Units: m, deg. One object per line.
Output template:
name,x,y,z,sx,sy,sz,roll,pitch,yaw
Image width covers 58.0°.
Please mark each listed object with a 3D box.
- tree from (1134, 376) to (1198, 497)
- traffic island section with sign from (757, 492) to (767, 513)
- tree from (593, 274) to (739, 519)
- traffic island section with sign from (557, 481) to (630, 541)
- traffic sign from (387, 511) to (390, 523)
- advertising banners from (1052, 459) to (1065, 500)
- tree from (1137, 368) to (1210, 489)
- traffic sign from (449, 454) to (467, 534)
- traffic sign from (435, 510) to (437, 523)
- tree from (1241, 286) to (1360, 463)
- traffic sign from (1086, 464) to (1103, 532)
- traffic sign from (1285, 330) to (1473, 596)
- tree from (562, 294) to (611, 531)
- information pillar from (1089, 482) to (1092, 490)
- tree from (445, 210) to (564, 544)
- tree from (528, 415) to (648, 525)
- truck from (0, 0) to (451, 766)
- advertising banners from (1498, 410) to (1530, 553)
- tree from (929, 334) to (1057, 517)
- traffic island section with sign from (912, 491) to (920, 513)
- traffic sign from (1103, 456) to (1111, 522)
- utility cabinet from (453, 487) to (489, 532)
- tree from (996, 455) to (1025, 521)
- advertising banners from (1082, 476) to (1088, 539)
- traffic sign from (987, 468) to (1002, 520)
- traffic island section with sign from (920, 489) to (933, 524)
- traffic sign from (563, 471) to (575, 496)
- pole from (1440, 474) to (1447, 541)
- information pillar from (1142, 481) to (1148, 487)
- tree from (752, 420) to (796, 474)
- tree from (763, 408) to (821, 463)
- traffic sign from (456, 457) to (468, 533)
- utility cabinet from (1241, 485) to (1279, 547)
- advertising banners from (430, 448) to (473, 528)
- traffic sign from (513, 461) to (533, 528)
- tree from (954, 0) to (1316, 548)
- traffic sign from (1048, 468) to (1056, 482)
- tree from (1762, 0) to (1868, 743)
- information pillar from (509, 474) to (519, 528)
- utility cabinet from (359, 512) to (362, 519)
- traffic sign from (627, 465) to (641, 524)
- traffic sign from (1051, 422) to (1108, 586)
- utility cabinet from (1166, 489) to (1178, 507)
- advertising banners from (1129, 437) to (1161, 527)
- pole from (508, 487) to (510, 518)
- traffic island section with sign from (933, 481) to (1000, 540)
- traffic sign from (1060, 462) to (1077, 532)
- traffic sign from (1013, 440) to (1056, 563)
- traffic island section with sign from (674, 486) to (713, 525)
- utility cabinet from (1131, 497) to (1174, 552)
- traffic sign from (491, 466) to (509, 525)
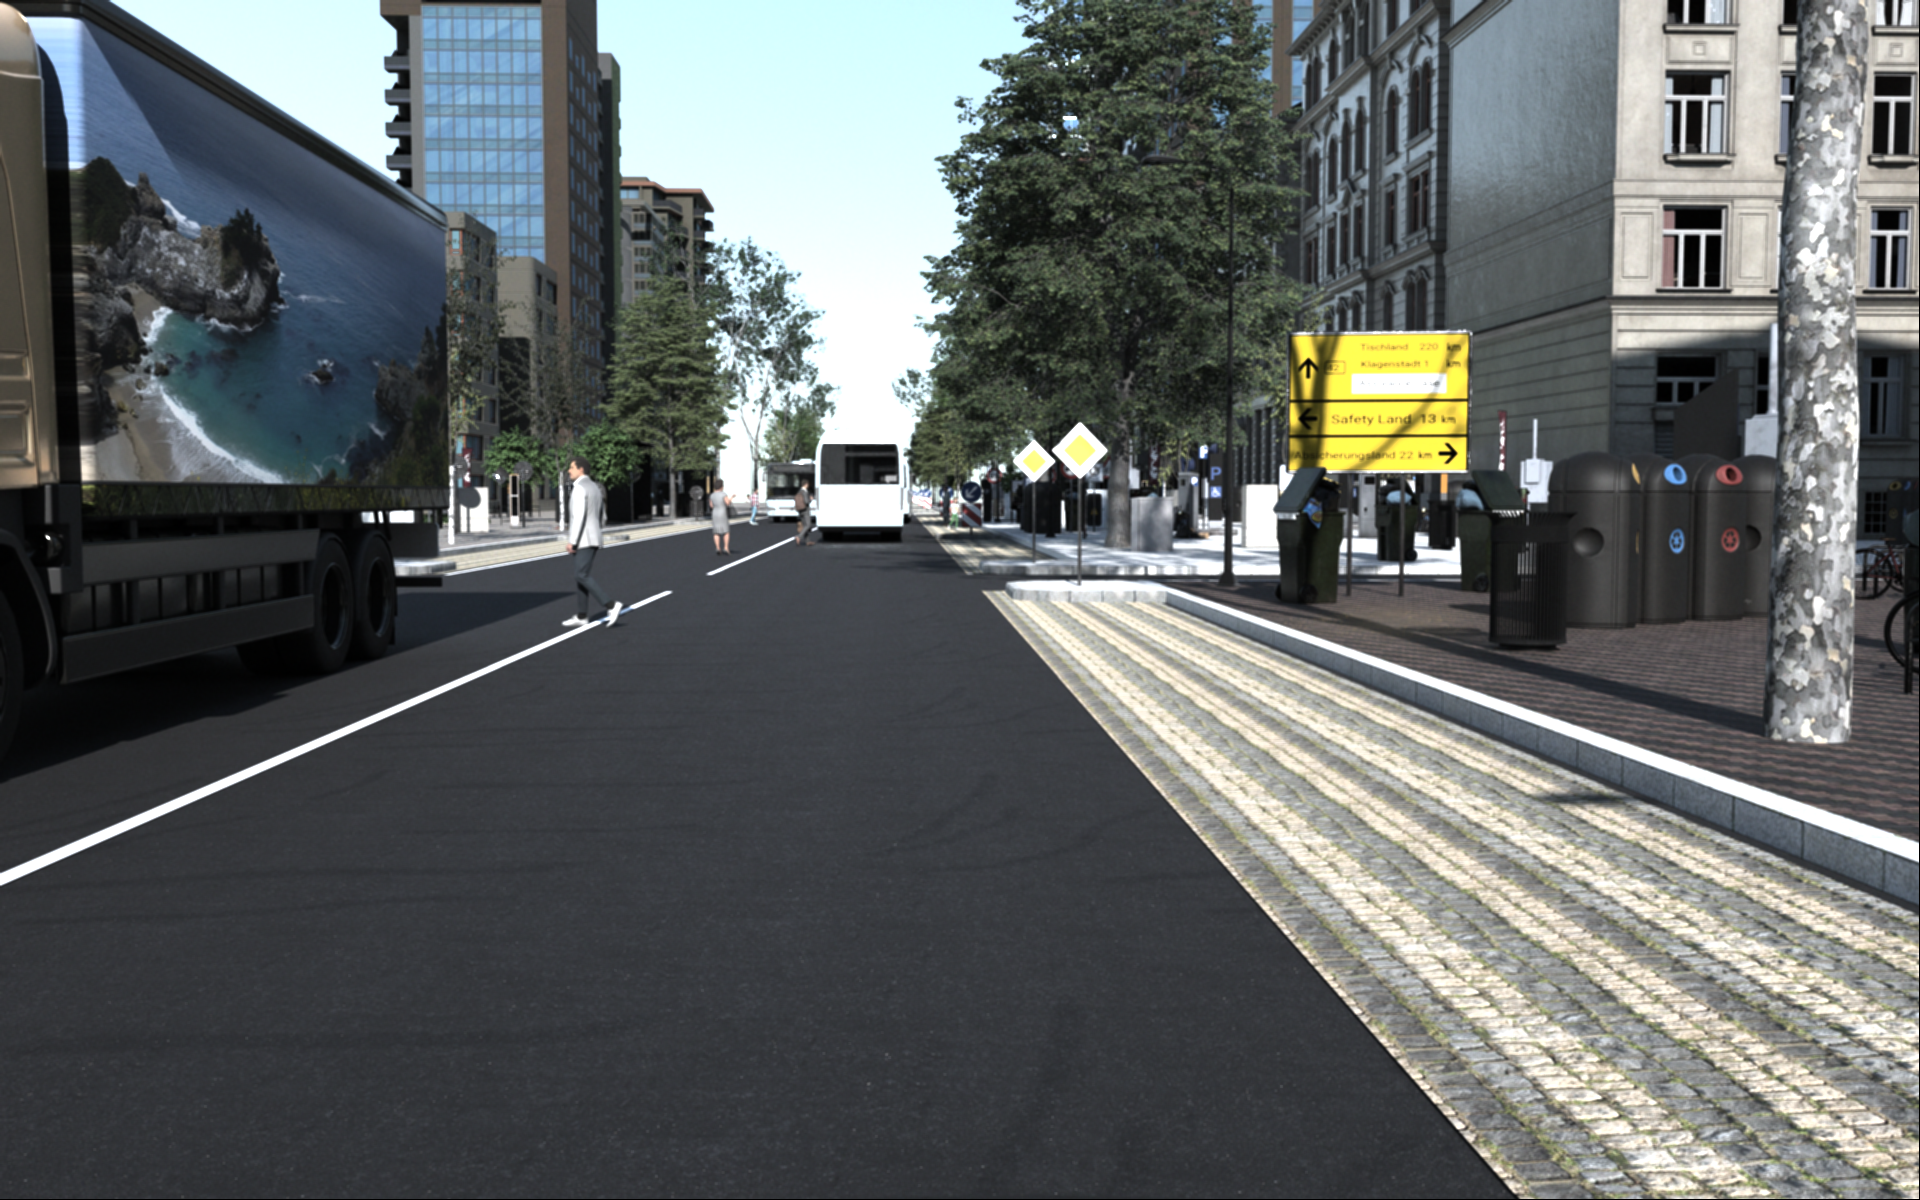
tree,12.304,-9.284,102.161,4.360,8.622,3.978,0,3,0
traffic island section with sign,-14.107,-7.393,129.507,1.989,1.847,2.006,0,4,-2
tree,-15.312,-10.527,90.243,7.486,12.596,7.792,0,3,0
traffic island section with sign,-11.315,-2.753,53.636,1.989,1.847,2.006,0,4,-2
traffic sign,-10.465,-1.717,31.714,0.795,2.450,0.064,0,4,-2
advertising banners,4.904,-5.521,86.454,0.090,3.025,2.074,1,4,23
tree,10.066,-7.843,78.599,4.737,8.622,4.395,0,3,0
traffic sign,-16.157,-3.383,55.421,0.768,2.556,0.104,0,4,0
traffic sign,-15.436,-3.118,50.979,0.884,2.594,0.081,0,4,1
tree,11.761,-6.738,60.527,4.737,8.622,4.395,0,3,0
traffic sign,4.522,-3.441,58.382,0.606,2.300,0.079,0,4,-2
traffic sign,5.217,-1.700,21.666,2.265,3.308,0.079,0,4,7
tree,-14.020,-6.724,60.292,4.360,8.622,3.978,0,3,0
information pillar,5.894,-5.287,77.804,0.183,3.616,0.504,-1,4,-12
tree,-13.344,-5.760,44.541,4.360,8.622,3.978,0,3,0
tree,-14.598,-5.376,71.615,4.285,4.588,4.351,0,3,0
truck,-6.060,-1.390,11.634,2.839,4.237,11.283,0,4,-2
advertising banners,11.798,-2.494,36.969,0.090,3.025,2.074,3,4,36
tree,1.856,-10.485,97.181,9.928,11.665,9.643,0,3,0
traffic island section with sign,-2.617,-7.542,131.943,1.989,1.847,2.006,0,4,-2
traffic sign,5.035,-3.582,58.567,0.884,2.594,0.081,0,4,-1
utility cabinet,-16.277,-2.985,57.479,1.173,1.500,0.318,-2,4,-28
tree,2.440,-5.385,82.653,1.663,3.219,1.824,0,3,0
advertising banners,3.572,-3.274,49.711,0.090,3.025,2.074,0,4,7
traffic sign,1.687,-5.170,84.630,0.768,2.556,0.104,0,4,5
traffic island section with sign,-0.767,-4.489,82.017,1.989,1.847,2.006,0,4,-2
traffic sign,-17.013,-4.488,75.516,0.606,2.300,0.079,0,4,1
pole,12.089,-3.022,43.258,0.158,3.312,0.155,0,3,0
information pillar,10.417,-5.677,97.304,0.304,2.012,0.304,2,4,28
tree,-18.075,-13.292,167.694,4.737,8.622,4.395,0,3,0
tree,-20.122,-17.240,207.636,9.928,11.665,9.643,0,3,0
traffic sign,-16.514,-3.471,56.851,0.768,2.556,0.104,0,4,1
utility cabinet,7.313,-1.996,41.313,1.173,1.500,0.318,-1,4,-14
advertising banners,-19.047,-4.207,64.968,0.090,3.025,2.074,2,4,33
traffic sign,-16.701,-4.045,66.242,0.768,2.556,0.104,0,4,1
tree,3.903,-8.227,41.165,9.857,13.997,8.962,0,3,0
traffic sign,4.181,-5.023,82.236,0.768,2.556,0.104,0,4,-1
tree,5.688,-9.385,9.334,12.611,20.169,13.585,0,3,0
information pillar,-16.682,-3.688,64.793,0.304,2.012,0.304,-2,4,-23
utility cabinet,-14.238,-1.909,39.899,1.173,1.500,0.318,-2,4,-28
traffic sign,-14.077,-4.541,74.350,0.768,2.556,0.104,0,4,1
traffic sign,1.666,-1.254,24.149,0.795,2.450,0.064,0,4,-2
utility cabinet,10.266,-4.535,82.832,0.318,1.500,1.173,-1,4,-22
advertising banners,5.385,-3.487,53.203,0.090,3.025,2.074,-3,5,-44
pole,-24.165,-6.061,92.944,0.158,3.312,0.155,0,3,0
traffic island section with sign,0.226,-2.839,55.048,1.989,1.847,2.006,0,4,-2
traffic sign,3.775,-3.581,58.655,0.768,2.556,0.104,0,4,5
traffic sign,1.372,-1.742,32.129,0.795,2.450,0.064,0,4,-2
traffic island section with sign,-12.325,-4.439,81.202,1.989,1.847,2.006,0,4,-2
utility cabinet,4.289,-1.685,38.710,1.020,1.237,0.306,-2,4,-34
traffic sign,-18.751,-4.255,70.749,0.795,2.450,0.064,0,4,5
